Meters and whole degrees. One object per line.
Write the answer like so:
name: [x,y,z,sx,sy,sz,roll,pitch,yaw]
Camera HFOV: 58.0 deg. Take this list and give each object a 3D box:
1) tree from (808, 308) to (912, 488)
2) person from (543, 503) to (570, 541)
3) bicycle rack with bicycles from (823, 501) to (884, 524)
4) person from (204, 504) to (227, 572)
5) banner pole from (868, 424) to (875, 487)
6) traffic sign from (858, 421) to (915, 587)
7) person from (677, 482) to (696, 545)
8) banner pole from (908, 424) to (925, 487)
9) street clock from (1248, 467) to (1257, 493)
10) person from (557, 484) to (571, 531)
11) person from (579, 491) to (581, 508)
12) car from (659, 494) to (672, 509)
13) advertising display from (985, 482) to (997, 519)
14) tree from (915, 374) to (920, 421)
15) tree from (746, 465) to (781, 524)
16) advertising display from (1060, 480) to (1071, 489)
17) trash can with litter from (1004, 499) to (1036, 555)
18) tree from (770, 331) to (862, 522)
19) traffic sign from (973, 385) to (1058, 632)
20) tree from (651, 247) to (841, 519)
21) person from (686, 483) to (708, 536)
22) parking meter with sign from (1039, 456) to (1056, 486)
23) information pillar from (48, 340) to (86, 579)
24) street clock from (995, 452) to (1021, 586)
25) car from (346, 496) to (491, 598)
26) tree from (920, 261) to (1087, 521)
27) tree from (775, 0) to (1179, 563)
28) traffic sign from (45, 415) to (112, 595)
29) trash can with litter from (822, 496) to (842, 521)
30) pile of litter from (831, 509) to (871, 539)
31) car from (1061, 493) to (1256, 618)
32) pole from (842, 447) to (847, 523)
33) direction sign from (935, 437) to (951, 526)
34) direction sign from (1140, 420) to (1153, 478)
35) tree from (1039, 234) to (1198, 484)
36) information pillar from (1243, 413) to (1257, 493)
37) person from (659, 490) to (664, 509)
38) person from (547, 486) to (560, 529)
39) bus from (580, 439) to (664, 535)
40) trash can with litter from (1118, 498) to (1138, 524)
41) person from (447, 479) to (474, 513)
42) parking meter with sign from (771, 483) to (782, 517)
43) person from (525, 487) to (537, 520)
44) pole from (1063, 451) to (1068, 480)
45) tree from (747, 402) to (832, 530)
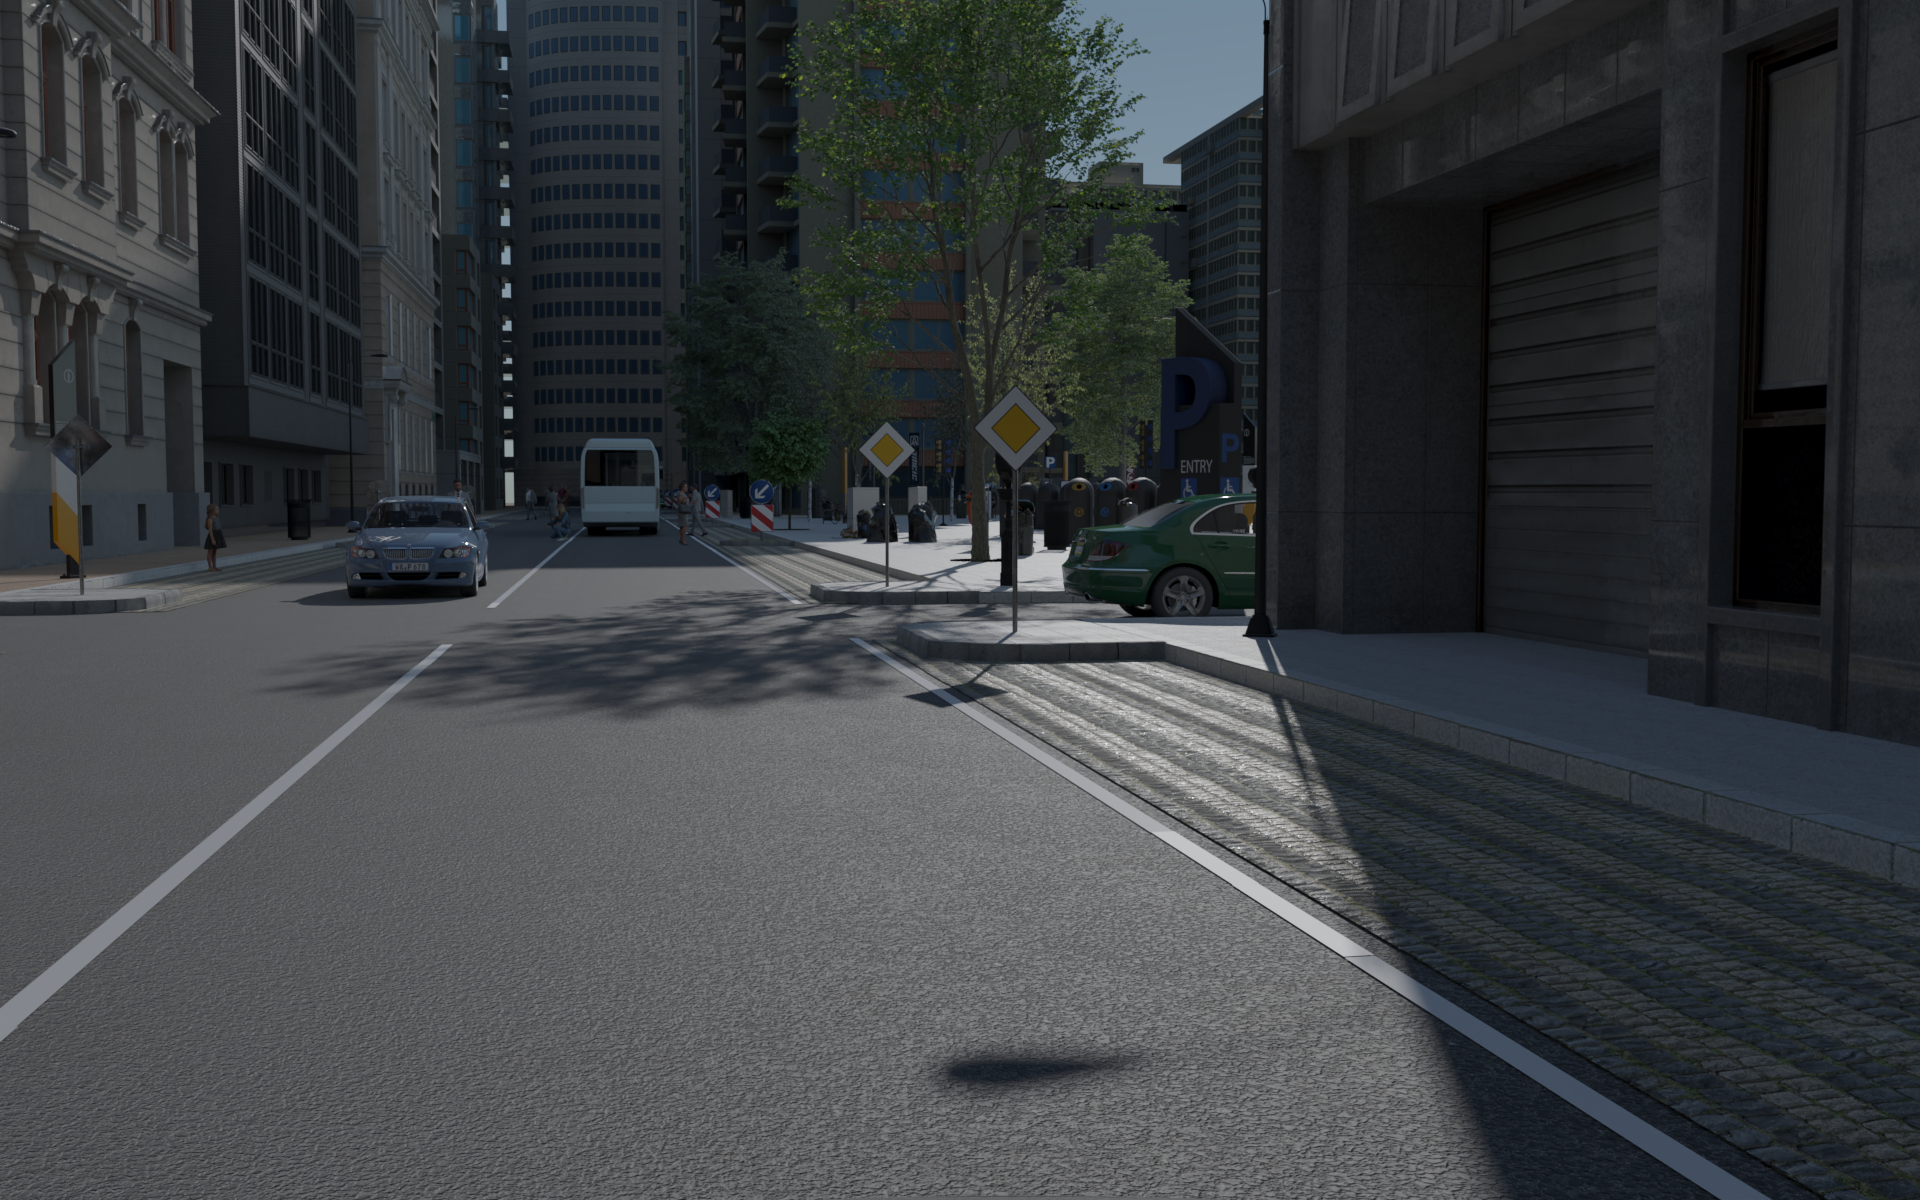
tree: [-3.972,-7.201,68.092,4.737,8.622,4.395,0,3,0]
person: [-12.257,-2.383,52.955,0.738,1.151,1.012,-2,4,-29]
bicycle rack with bicycles: [-4.424,-3.726,74.302,2.852,0.926,2.925,2,4,33]
person: [-13.710,-1.145,31.897,0.373,1.253,0.362,1,4,9]
banner pole: [-3.152,-4.391,61.816,0.401,3.779,0.863,-1,4,-20]
traffic sign: [-1.011,-1.241,23.926,0.795,2.450,0.064,-1,4,-11]
person: [-7.708,-2.436,48.689,0.532,1.782,0.716,0,4,3]
banner pole: [-1.501,-4.389,61.776,0.863,3.779,0.401,3,4,36]
street clock: [7.826,-2.508,45.579,0.471,2.002,0.358,-1,4,-20]
person: [-15.389,-3.608,67.463,0.580,1.828,0.573,1,4,10]
person: [-32.346,-8.511,148.435,0.721,1.735,1.217,-2,4,-30]
car: [-27.610,-9.273,160.411,1.959,1.807,4.718,-1,4,-11]
advertising display: [1.635,-5.218,90.533,0.123,1.923,0.974,-2,4,-31]
tree: [-0.284,-8.041,81.830,4.360,8.622,3.978,0,3,0]
tree: [-8.379,-4.879,74.379,1.663,3.219,1.824,0,3,0]
advertising display: [5.177,-4.633,80.963,0.974,1.923,0.123,1,4,13]
trash can with litter: [1.284,-1.534,36.464,0.624,1.170,1.055,0,4,7]
tree: [-6.688,-7.898,79.503,4.360,8.622,3.978,0,3,0]
traffic sign: [0.510,-0.761,16.086,0.795,2.450,0.064,-1,4,-11]
tree: [-10.588,-11.138,88.758,9.857,13.997,8.962,0,3,0]
person: [-8.933,-3.050,58.639,0.850,1.792,0.678,1,4,10]
parking meter with sign: [4.018,-5.184,81.020,0.543,3.016,1.738,-1,4,-11]
information pillar: [-13.539,-2.132,26.213,0.183,3.616,0.504,1,4,13]
street clock: [0.679,-1.200,24.192,0.358,2.002,0.471,1,4,23]
car: [-7.947,-0.831,25.585,2.014,1.417,4.499,-1,4,-13]
tree: [1.720,-6.447,55.774,4.360,8.622,3.978,0,3,0]
tree: [0.382,-6.545,32.763,9.928,11.665,9.643,0,3,0]
traffic sign: [-11.170,-1.122,21.983,0.795,2.450,0.064,-1,4,-11]
trash can with litter: [-6.094,-4.383,83.043,1.055,1.170,0.624,1,4,14]
pile of litter: [-2.956,-2.217,50.216,1.719,0.858,1.176,-1,4,-20]
car: [3.622,-0.486,19.743,4.920,1.459,2.131,-1,4,-9]
pole: [-5.033,-5.006,75.684,0.158,3.312,0.155,0,3,0]
direction sign: [-0.669,-4.731,69.342,0.379,3.537,0.876,3,5,44]
direction sign: [5.731,-3.752,53.334,0.379,3.537,0.876,-1,4,-20]
tree: [7.259,-9.626,75.511,7.486,12.596,7.792,0,3,0]
information pillar: [8.391,-3.601,50.235,0.183,3.616,0.504,-3,4,-36]
person: [-28.402,-9.527,164.136,0.709,1.838,0.599,2,4,33]
person: [-16.768,-3.852,71.845,0.716,1.782,0.532,0,4,-3]
bus: [-12.419,-4.230,64.017,2.948,3.499,13.247,-1,4,-10]
trash can with litter: [2.653,-1.184,30.420,1.678,1.210,2.233,3,4,38]
person: [-11.813,-1.959,40.802,0.678,1.792,0.850,-1,4,-19]
parking meter with sign: [-10.389,-6.231,98.144,0.543,3.016,1.738,0,4,3]
person: [-23.583,-5.301,95.277,0.850,1.850,0.679,3,4,38]
pole: [5.023,-5.415,82.375,0.158,3.312,0.155,0,3,0]
tree: [-6.108,-4.766,61.637,4.285,4.588,4.351,0,3,0]
